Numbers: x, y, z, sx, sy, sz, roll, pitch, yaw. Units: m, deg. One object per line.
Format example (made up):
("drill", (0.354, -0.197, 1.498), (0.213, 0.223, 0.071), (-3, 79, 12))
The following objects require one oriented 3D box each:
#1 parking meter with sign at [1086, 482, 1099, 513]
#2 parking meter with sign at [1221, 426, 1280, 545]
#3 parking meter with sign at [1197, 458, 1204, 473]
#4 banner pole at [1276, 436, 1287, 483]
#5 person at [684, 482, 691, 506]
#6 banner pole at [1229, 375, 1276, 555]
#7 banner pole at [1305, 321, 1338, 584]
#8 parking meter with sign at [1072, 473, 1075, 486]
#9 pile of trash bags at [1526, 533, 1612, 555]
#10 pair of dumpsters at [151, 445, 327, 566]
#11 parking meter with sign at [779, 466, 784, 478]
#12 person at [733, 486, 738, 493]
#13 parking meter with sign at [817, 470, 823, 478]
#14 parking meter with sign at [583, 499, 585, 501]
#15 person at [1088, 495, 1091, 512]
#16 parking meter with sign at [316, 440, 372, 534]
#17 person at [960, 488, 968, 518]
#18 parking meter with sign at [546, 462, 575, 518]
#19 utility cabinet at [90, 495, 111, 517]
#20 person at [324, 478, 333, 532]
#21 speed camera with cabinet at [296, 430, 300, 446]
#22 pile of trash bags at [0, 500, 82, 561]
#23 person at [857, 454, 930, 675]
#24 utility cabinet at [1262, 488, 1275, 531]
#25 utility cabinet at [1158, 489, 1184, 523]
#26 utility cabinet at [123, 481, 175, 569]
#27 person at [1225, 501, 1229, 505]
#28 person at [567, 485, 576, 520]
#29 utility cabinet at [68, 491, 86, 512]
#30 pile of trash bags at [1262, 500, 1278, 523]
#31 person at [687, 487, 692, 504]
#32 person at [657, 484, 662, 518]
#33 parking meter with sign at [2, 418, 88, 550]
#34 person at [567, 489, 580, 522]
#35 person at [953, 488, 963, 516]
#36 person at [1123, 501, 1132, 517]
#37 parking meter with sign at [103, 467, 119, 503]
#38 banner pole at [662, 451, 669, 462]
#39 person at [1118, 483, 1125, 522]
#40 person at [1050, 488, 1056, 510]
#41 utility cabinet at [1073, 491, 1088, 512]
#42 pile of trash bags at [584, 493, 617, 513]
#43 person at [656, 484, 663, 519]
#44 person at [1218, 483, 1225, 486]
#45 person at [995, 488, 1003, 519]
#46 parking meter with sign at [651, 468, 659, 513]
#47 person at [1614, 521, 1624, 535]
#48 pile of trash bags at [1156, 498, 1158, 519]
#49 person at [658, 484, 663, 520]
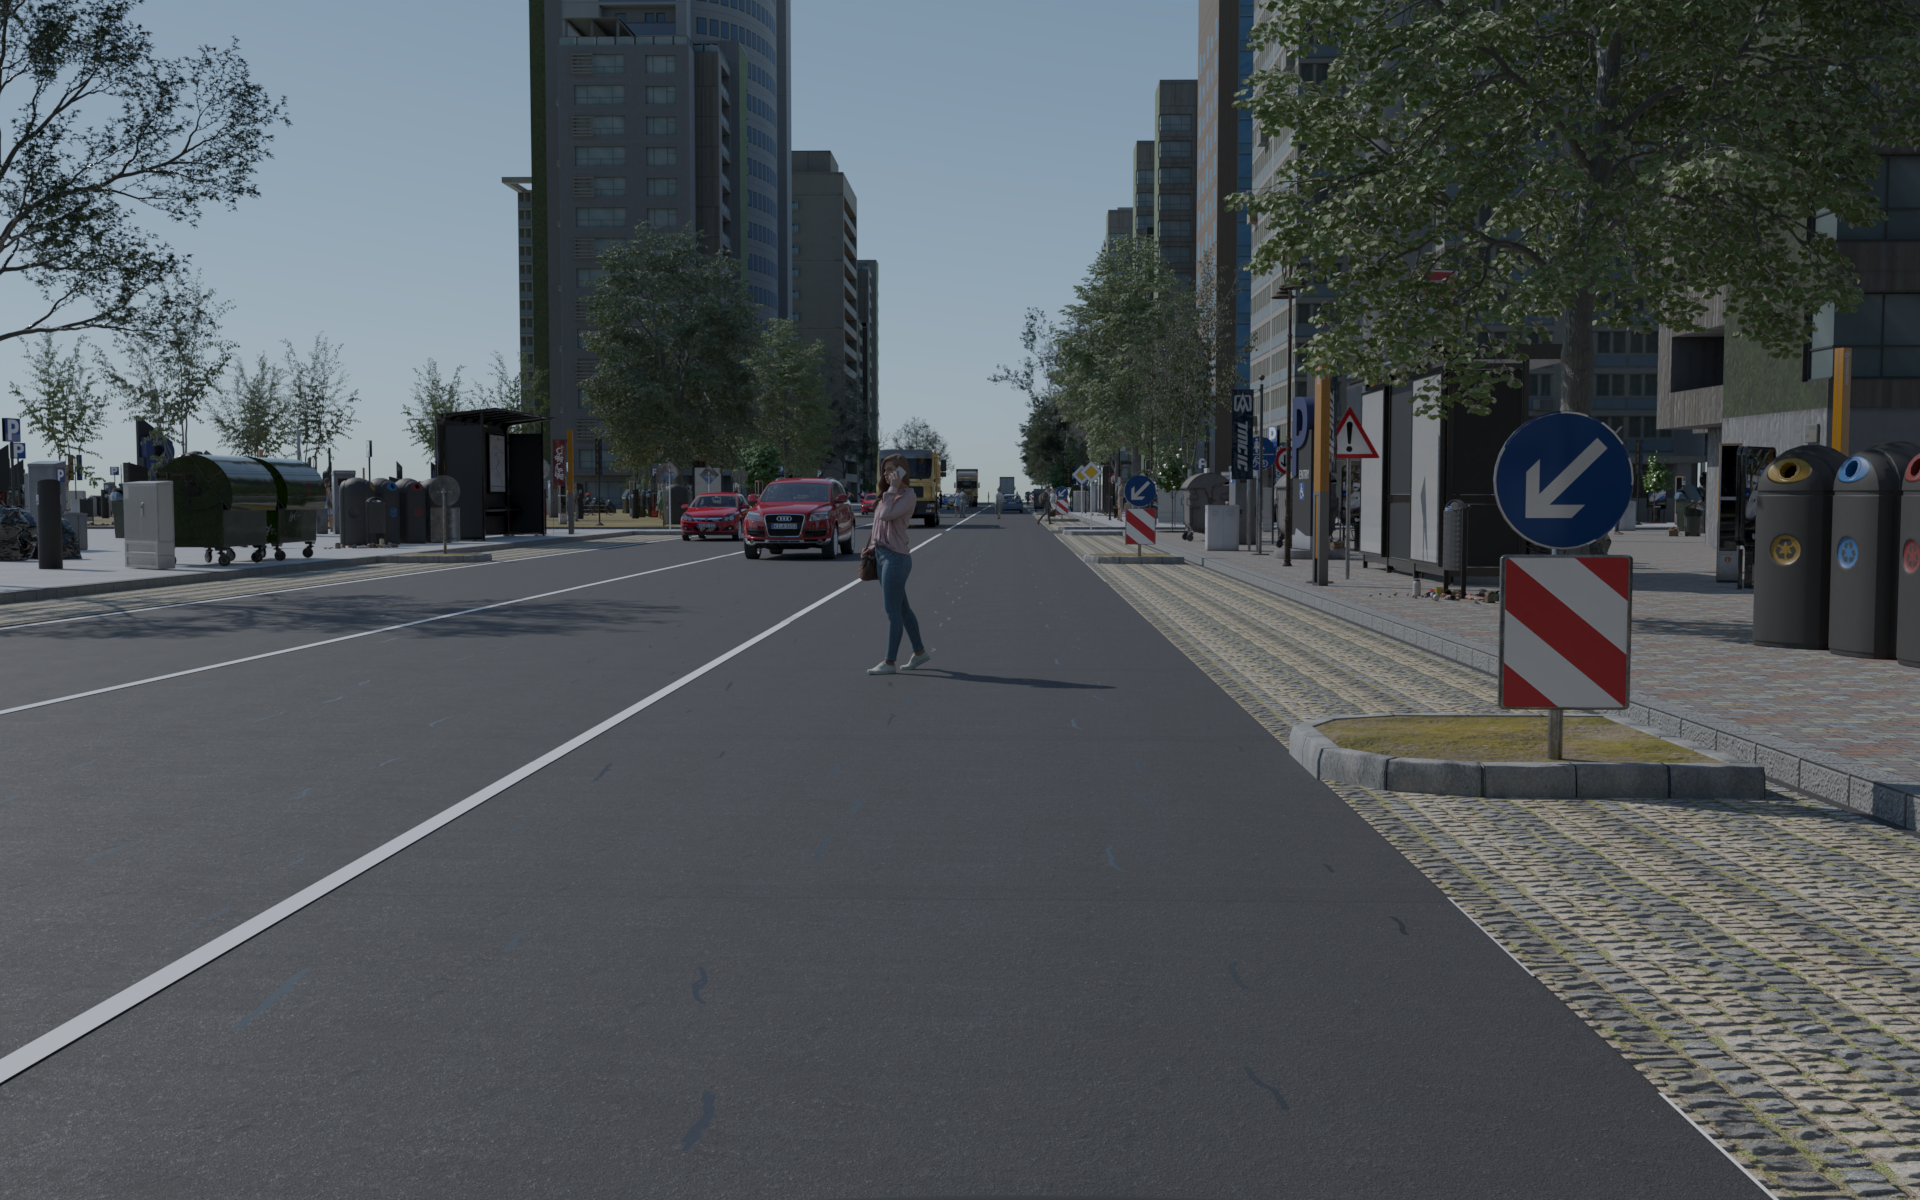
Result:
("parking meter with sign", (9.408, -7.582, 120.226), (0.543, 3.016, 1.738), (-2, 4, -26))
("parking meter with sign", (7.216, -2.925, 44.079), (1.738, 3.016, 0.543), (-1, 4, -16))
("parking meter with sign", (11.674, -5.357, 83.845), (0.543, 3.016, 1.738), (0, 4, 4))
("banner pole", (13.781, -5.147, 74.167), (0.863, 3.779, 0.401), (2, 4, 27))
("person", (-12.356, -4.421, 78.432), (0.767, 1.812, 0.694), (-2, 4, -32))
("banner pole", (6.088, -2.835, 36.365), (0.863, 3.779, 0.401), (0, 4, -1))
("banner pole", (5.306, -2.141, 25.026), (0.401, 3.779, 0.863), (2, 4, 33))
("parking meter with sign", (10.001, -8.805, 140.220), (1.738, 3.016, 0.543), (-1, 4, -9))
("pile of trash bags", (10.872, -1.328, 31.473), (1.912, 1.369, 3.447), (1, 4, 20))
("pair of dumpsters", (-13.532, -1.845, 32.657), (1.574, 2.255, 4.437), (0, 4, 1))
("parking meter with sign", (-11.143, -6.668, 105.288), (0.543, 3.016, 1.738), (1, 4, 8))
("person", (-15.481, -6.778, 117.080), (1.509, 1.804, 0.699), (-2, 4, -28))
("parking meter with sign", (-10.610, -7.771, 123.311), (0.543, 3.016, 1.738), (3, 5, 44))
("parking meter with sign", (-30.787, -8.671, 138.039), (1.738, 3.016, 0.543), (-2, 4, -24))
("person", (9.158, -6.881, 123.226), (0.352, 1.250, 0.332), (3, 5, 44))
("parking meter with sign", (-19.853, -3.639, 55.755), (1.738, 3.016, 0.543), (-2, 4, -30))
("person", (0.236, -5.886, 104.915), (0.511, 1.800, 0.466), (2, 4, 29))
("parking meter with sign", (-22.006, -5.981, 94.048), (1.738, 3.016, 0.543), (-2, 4, -33))
("utility cabinet", (-49.142, -5.375, 99.042), (0.306, 1.237, 1.020), (3, 4, 38))
("person", (-21.124, -3.157, 57.755), (0.616, 1.811, 0.778), (3, 5, 39))
("speed camera with cabinet", (-20.911, -3.620, 53.527), (2.038, 3.252, 0.660), (3, 5, 44))
("pile of trash bags", (-18.906, -1.437, 33.249), (1.912, 1.369, 3.447), (2, 4, 31))
("person", (-0.484, -0.295, 13.906), (0.643, 1.750, 0.593), (-2, 4, -25))
("utility cabinet", (10.517, -3.081, 59.048), (0.318, 1.500, 1.173), (1, 4, 14))
("utility cabinet", (9.365, -4.147, 76.475), (1.173, 1.500, 0.318), (1, 4, 20))
("utility cabinet", (-13.859, -1.278, 29.568), (1.173, 1.500, 0.318), (3, 4, 39))
("person", (7.278, -2.348, 45.269), (0.643, 1.720, 0.563), (1, 4, 20))
("person", (-19.243, -4.831, 85.709), (0.598, 1.740, 0.731), (1, 4, 15))
("utility cabinet", (-55.210, -6.088, 108.213), (1.173, 1.500, 0.318), (1, 4, 9))
("pile of trash bags", (14.840, -4.109, 76.931), (1.912, 1.369, 3.447), (-2, 4, -32))
("person", (-19.567, -7.272, 125.124), (0.511, 1.800, 0.466), (-1, 4, -20))
("person", (-15.117, -4.989, 87.720), (0.391, 1.810, 0.635), (1, 4, 12))
("parking meter with sign", (-20.929, -2.657, 39.700), (1.738, 3.016, 0.543), (0, 4, 6))
("person", (-17.960, -4.543, 80.521), (0.606, 1.804, 0.583), (-3, 5, -42))
("person", (-0.142, -6.312, 111.797), (0.616, 1.811, 0.778), (3, 5, 43))
("person", (9.229, -5.404, 94.375), (0.713, 1.824, 0.794), (0, 4, 7))
("parking meter with sign", (-53.696, -6.910, 109.241), (0.543, 3.016, 1.738), (0, 3, 0))
("banner pole", (-17.125, -6.781, 100.889), (0.863, 3.779, 0.401), (3, 5, 43))
("person", (7.500, -4.527, 80.398), (0.374, 1.781, 0.599), (1, 4, 13))
("person", (5.846, -6.074, 108.157), (0.624, 1.780, 0.694), (-2, 4, -33))
("utility cabinet", (8.525, -6.949, 122.288), (1.173, 1.500, 0.318), (-3, 5, -40))
("pile of trash bags", (-25.026, -6.547, 116.798), (3.447, 1.369, 1.912), (-3, 4, -39))
("person", (-14.884, -4.922, 86.863), (0.694, 1.780, 0.624), (1, 4, 15))
("person", (7.389, -2.568, 49.034), (0.522, 1.701, 0.512), (-3, 5, -44))
("person", (2.237, -5.525, 99.061), (0.478, 1.798, 0.641), (0, 4, 6))
("parking meter with sign", (-19.808, -7.300, 115.608), (1.738, 3.016, 0.543), (3, 4, 36))
("person", (20.905, -2.985, 55.036), (0.419, 1.800, 0.721), (2, 4, 32))
("pile of trash bags", (10.970, -4.965, 90.922), (1.912, 1.369, 3.447), (1, 4, 11))
("person", (-14.525, -4.804, 84.832), (0.529, 1.795, 0.600), (3, 4, 36))
